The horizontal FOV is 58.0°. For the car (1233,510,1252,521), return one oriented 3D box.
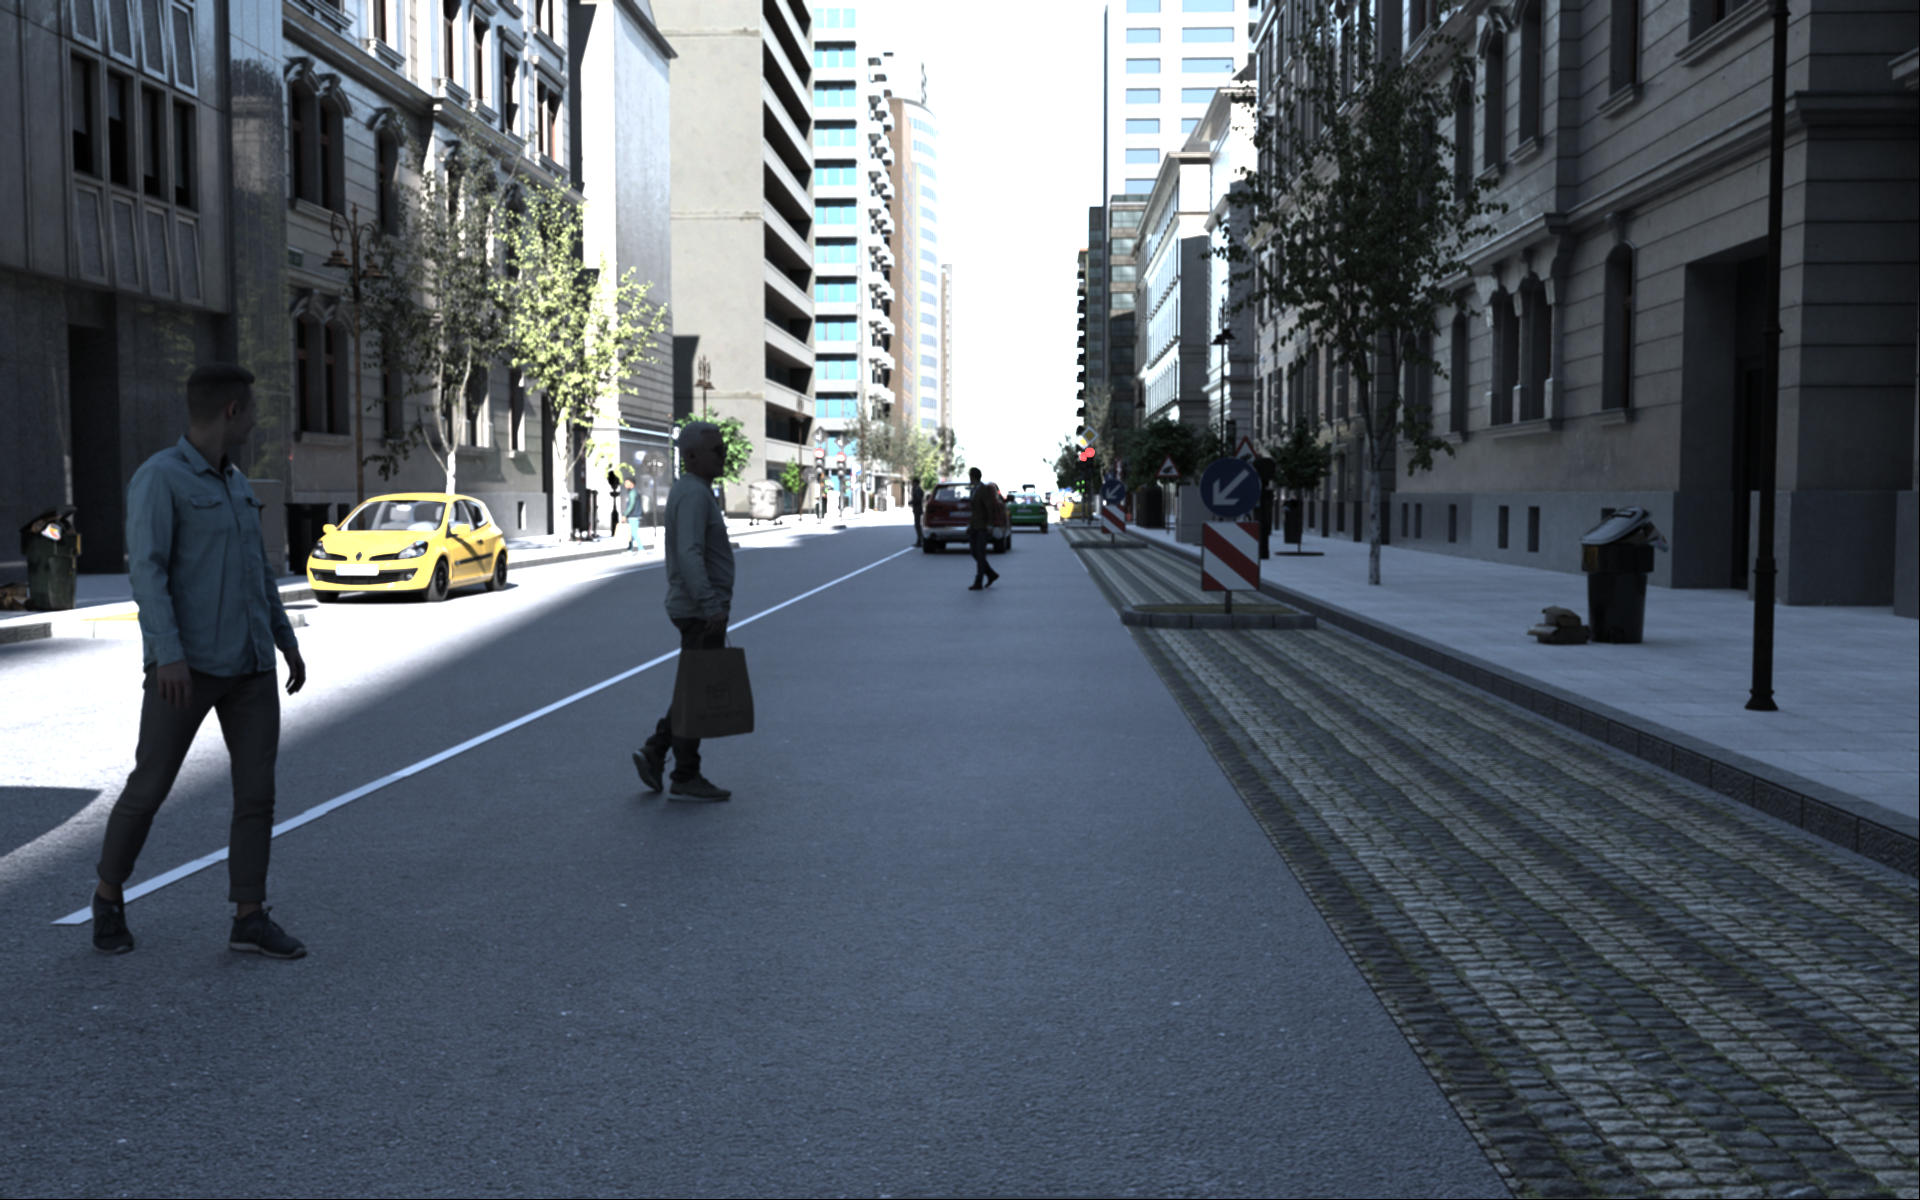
[{"bbox_3d":[13.495,-3.791,73.984,4.499,1.417,2.014,0,4,4],"label":"car"}]

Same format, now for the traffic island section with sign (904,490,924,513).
[{"bbox_3d":[-3.347,-7.395,129.528,1.989,1.847,2.006,0,4,2],"label":"traffic island section with sign"}]

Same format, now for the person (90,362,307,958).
[{"bbox_3d":[-2.382,0.179,5.433,0.748,1.841,0.638,2,4,28],"label":"person"}]

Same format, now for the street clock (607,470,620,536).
[{"bbox_3d":[-10.496,-2.941,52.657,0.358,2.002,0.471,-3,5,-40],"label":"street clock"}]

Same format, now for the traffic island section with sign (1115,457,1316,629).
[{"bbox_3d":[2.797,-0.646,19.186,1.989,1.847,2.006,0,4,2],"label":"traffic island section with sign"}]

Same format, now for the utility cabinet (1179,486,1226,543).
[{"bbox_3d":[6.318,-2.230,45.146,1.173,1.500,0.318,0,4,1],"label":"utility cabinet"}]

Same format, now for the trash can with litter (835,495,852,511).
[{"bbox_3d":[-8.922,-7.179,128.432,2.233,1.210,1.678,-1,4,-15],"label":"trash can with litter"}]

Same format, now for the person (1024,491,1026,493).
[{"bbox_3d":[6.554,-10.011,173.125,0.756,1.711,0.436,-1,4,-9],"label":"person"}]

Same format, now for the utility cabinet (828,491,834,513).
[{"bbox_3d":[-8.662,-6.568,116.070,0.318,1.500,1.173,0,4,2],"label":"utility cabinet"}]

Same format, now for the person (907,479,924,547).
[{"bbox_3d":[-1.212,-2.368,47.016,0.447,1.846,0.655,0,4,1],"label":"person"}]

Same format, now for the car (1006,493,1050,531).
[{"bbox_3d":[2.452,-3.508,66.159,1.959,1.807,4.718,0,4,2],"label":"car"}]

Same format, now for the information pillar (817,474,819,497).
[{"bbox_3d":[-12.502,-9.821,151.925,0.183,3.616,0.504,2,4,34],"label":"information pillar"}]

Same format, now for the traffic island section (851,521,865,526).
[{"bbox_3d":[-5.456,-3.513,79.712,2.009,0.180,2.903,0,4,2],"label":"traffic island section"}]

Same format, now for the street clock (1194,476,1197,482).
[{"bbox_3d":[7.824,-3.143,55.962,0.471,2.002,0.358,-2,4,-26],"label":"street clock"}]

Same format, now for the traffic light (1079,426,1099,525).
[{"bbox_3d":[5.297,-5.029,71.145,0.839,4.253,0.868,0,4,2],"label":"traffic light"}]

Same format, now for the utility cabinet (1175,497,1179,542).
[{"bbox_3d":[5.946,-2.170,46.637,0.306,1.237,1.020,0,4,4],"label":"utility cabinet"}]

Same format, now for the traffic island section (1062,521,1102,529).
[{"bbox_3d":[5.675,-3.483,79.236,2.009,0.180,2.903,0,4,2],"label":"traffic island section"}]

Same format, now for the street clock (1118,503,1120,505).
[{"bbox_3d":[12.601,-8.122,137.364,0.471,2.002,0.358,-3,5,-42],"label":"street clock"}]

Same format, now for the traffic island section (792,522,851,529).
[{"bbox_3d":[-5.795,-3.025,71.734,2.009,0.180,2.903,0,4,2],"label":"traffic island section"}]

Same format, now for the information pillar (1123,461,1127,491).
[{"bbox_3d":[11.606,-8.023,122.526,0.504,3.616,0.183,-3,4,-38],"label":"information pillar"}]

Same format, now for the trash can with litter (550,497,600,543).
[{"bbox_3d":[-10.542,-2.175,46.613,1.678,1.210,2.233,1,4,8],"label":"trash can with litter"}]

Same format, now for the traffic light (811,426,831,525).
[{"bbox_3d":[-5.755,-5.057,71.598,0.839,4.253,0.868,0,4,2],"label":"traffic light"}]

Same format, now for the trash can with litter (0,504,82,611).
[{"bbox_3d":[-10.257,-0.470,19.072,1.055,1.170,0.624,0,4,6],"label":"trash can with litter"}]

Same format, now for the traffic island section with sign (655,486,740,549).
[{"bbox_3d":[-6.894,-2.273,45.791,1.989,1.847,2.006,0,4,2],"label":"traffic island section with sign"}]

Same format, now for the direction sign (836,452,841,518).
[{"bbox_3d":[-6.503,-6.219,93.673,0.379,3.537,0.876,0,4,7],"label":"direction sign"}]

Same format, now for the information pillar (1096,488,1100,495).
[{"bbox_3d":[11.630,-8.642,145.795,0.304,2.012,0.304,1,4,13],"label":"information pillar"}]

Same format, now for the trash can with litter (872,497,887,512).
[{"bbox_3d":[-5.628,-6.764,121.986,1.055,1.170,0.624,-2,4,-24],"label":"trash can with litter"}]

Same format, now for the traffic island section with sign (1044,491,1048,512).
[{"bbox_3d":[7.461,-7.360,128.965,1.989,1.847,2.006,0,4,2],"label":"traffic island section with sign"}]

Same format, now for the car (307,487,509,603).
[{"bbox_3d":[-7.635,-0.851,24.130,2.015,1.641,3.980,0,4,3],"label":"car"}]

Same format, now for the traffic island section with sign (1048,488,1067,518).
[{"bbox_3d":[6.321,-5.713,102.034,1.989,1.847,2.006,0,4,2],"label":"traffic island section with sign"}]

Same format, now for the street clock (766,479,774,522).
[{"bbox_3d":[-8.871,-4.661,80.782,0.358,2.002,0.471,-3,5,-44],"label":"street clock"}]

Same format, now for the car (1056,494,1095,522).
[{"bbox_3d":[6.004,-4.865,89.766,2.015,1.641,3.980,0,4,2],"label":"car"}]

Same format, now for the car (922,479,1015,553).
[{"bbox_3d":[0.216,-2.133,43.545,2.281,1.827,5.304,0,4,4],"label":"car"}]

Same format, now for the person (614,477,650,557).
[{"bbox_3d":[-7.451,-1.885,39.297,0.713,1.824,0.794,1,4,18],"label":"person"}]

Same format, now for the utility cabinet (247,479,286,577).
[{"bbox_3d":[-10.720,-1.054,25.919,0.318,1.500,1.173,3,4,38],"label":"utility cabinet"}]

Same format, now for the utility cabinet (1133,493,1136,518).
[{"bbox_3d":[9.207,-5.059,91.400,0.318,1.500,1.173,-1,4,-15],"label":"utility cabinet"}]

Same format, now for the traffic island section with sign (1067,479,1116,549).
[{"bbox_3d":[3.940,-2.293,46.117,1.989,1.847,2.006,0,4,2],"label":"traffic island section with sign"}]

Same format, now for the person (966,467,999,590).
[{"bbox_3d":[0.305,-1.087,26.188,0.656,1.842,0.836,2,4,34],"label":"person"}]

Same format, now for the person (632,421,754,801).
[{"bbox_3d":[-1.242,0.062,7.980,0.515,1.767,0.782,-1,4,-14],"label":"person"}]

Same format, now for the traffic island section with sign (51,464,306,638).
[{"bbox_3d":[-8.071,-0.587,18.219,1.989,1.847,2.006,0,4,2],"label":"traffic island section with sign"}]

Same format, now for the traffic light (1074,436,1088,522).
[{"bbox_3d":[5.636,-5.517,79.123,0.839,4.253,0.868,0,4,2],"label":"traffic light"}]

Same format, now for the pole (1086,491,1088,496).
[{"bbox_3d":[10.311,-8.976,140.605,0.158,3.312,0.155,0,3,0],"label":"pole"}]

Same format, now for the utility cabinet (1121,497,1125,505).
[{"bbox_3d":[9.007,-5.110,94.714,0.306,1.237,1.020,0,4,-1],"label":"utility cabinet"}]

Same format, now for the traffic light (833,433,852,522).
[{"bbox_3d":[-5.416,-5.545,79.575,0.839,4.253,0.868,0,4,2],"label":"traffic light"}]

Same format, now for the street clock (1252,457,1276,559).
[{"bbox_3d":[5.963,-1.805,34.083,0.471,2.002,0.358,-3,4,-37],"label":"street clock"}]

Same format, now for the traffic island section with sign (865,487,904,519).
[{"bbox_3d":[-4.515,-5.701,101.843,1.989,1.847,2.006,0,4,2],"label":"traffic island section with sign"}]

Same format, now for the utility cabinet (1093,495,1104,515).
[{"bbox_3d":[8.629,-5.841,106.663,0.306,1.237,1.020,0,4,-7],"label":"utility cabinet"}]

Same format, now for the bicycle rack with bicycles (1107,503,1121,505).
[{"bbox_3d":[10.807,-6.176,114.360,2.852,0.926,2.925,0,4,-5],"label":"bicycle rack with bicycles"}]

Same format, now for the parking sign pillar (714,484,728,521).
[{"bbox_3d":[-11.909,-5.808,83.436,1.447,3.967,1.447,2,4,26],"label":"parking sign pillar"}]
